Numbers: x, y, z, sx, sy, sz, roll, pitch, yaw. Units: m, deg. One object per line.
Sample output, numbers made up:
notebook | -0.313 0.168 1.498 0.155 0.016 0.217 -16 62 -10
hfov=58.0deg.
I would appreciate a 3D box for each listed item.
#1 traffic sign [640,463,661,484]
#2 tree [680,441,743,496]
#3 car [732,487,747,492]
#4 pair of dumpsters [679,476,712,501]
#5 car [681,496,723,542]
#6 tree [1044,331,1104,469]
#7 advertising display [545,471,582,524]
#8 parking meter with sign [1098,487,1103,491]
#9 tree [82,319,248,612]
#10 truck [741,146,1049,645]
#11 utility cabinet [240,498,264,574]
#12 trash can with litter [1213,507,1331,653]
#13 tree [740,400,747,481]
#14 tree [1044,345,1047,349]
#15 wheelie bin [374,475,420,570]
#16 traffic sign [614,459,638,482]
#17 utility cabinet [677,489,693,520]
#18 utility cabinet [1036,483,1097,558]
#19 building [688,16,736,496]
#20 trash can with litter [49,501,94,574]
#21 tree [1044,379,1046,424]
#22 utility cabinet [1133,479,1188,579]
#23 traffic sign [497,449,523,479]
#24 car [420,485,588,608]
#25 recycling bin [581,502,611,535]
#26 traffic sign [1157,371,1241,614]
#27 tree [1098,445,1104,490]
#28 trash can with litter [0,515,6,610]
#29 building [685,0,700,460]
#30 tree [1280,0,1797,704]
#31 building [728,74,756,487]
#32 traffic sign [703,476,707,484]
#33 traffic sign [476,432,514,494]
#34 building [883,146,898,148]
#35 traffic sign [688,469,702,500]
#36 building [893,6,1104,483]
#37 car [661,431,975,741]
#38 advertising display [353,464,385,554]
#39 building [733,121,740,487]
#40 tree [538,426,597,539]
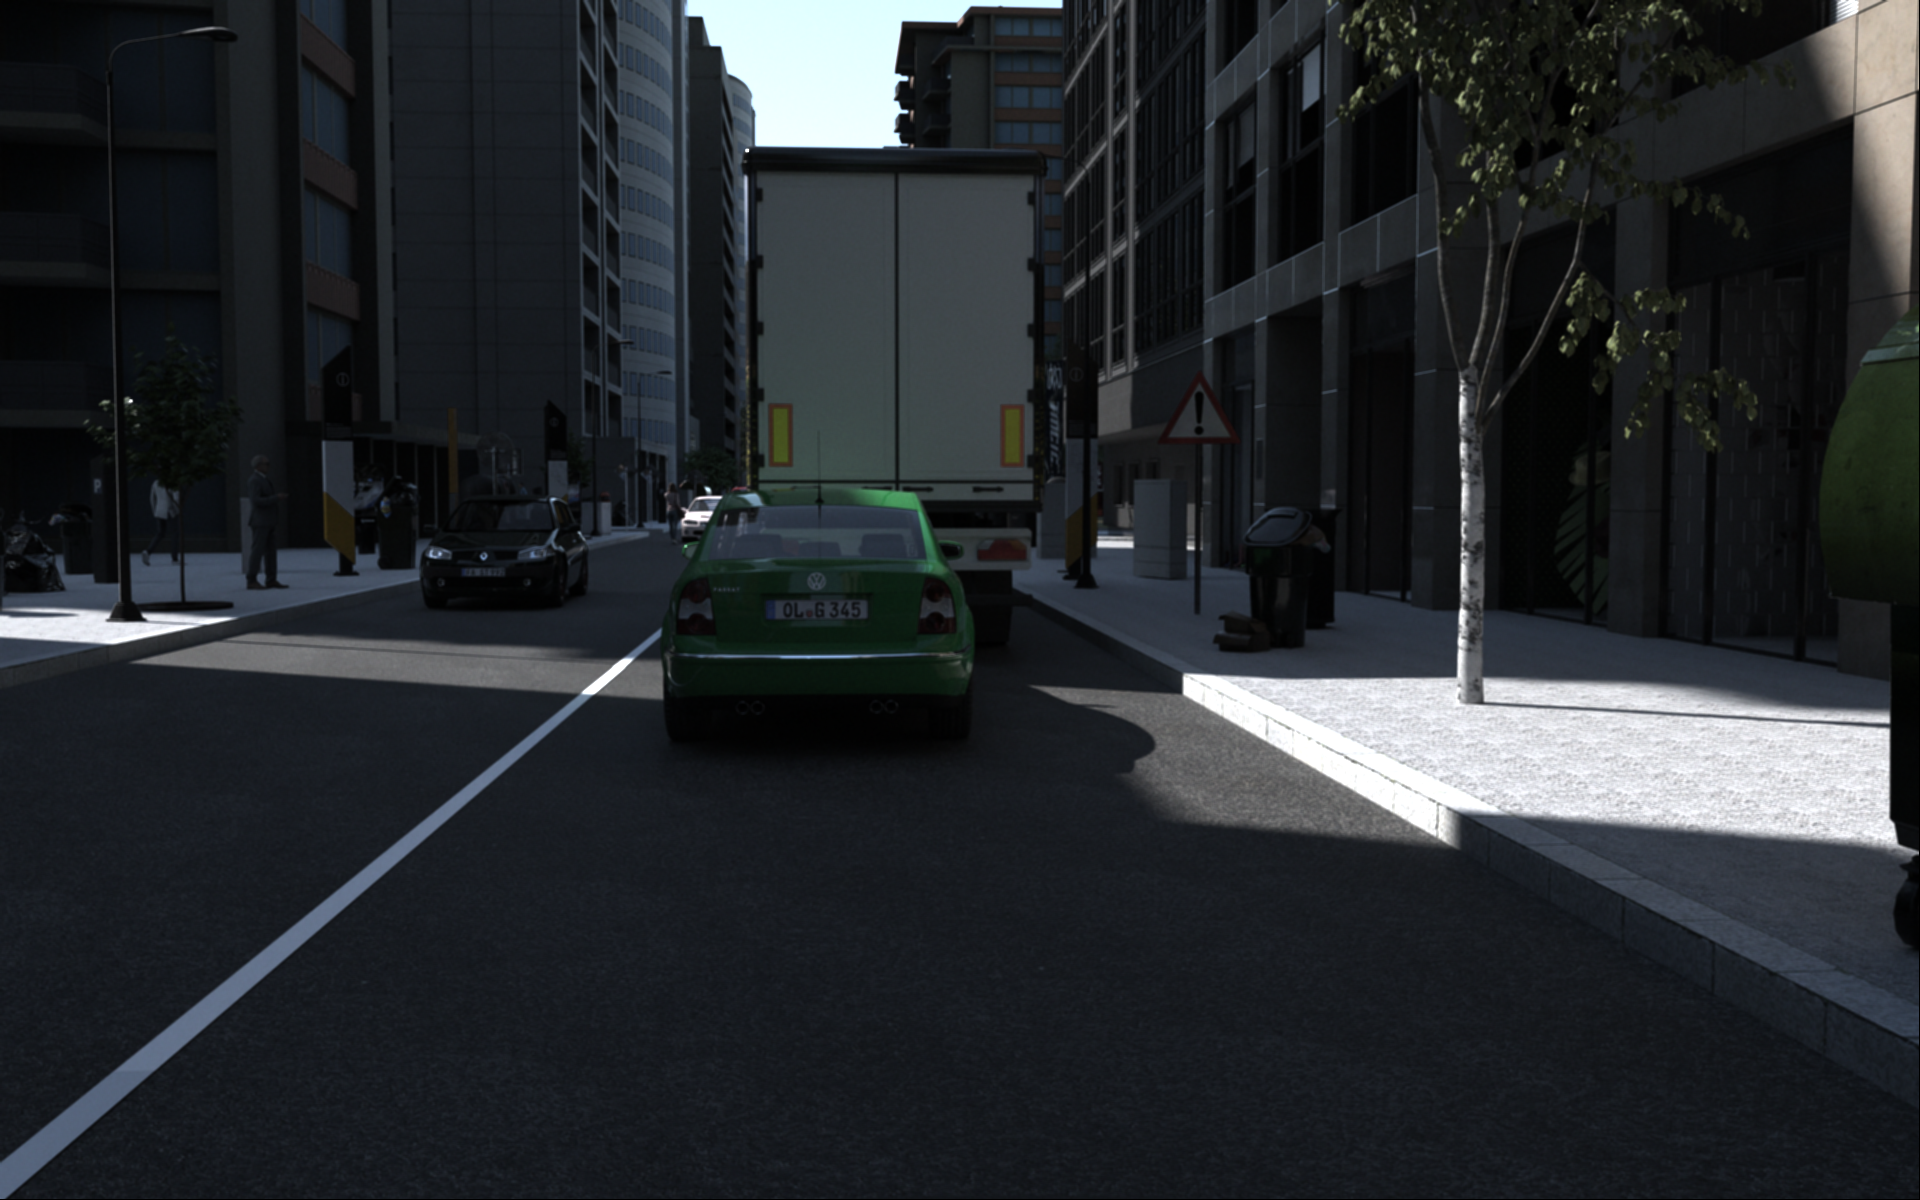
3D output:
traffic sign | -11.688 -3.867 65.417 0.795 2.593 0.064 0 4 -4
tree | -15.540 -7.511 106.515 4.285 4.588 4.351 0 3 0
car | -11.267 -5.060 91.403 2.281 1.827 5.304 0 4 -5
pair of dumpsters | -14.375 -5.591 93.907 1.574 2.255 4.437 0 4 -4
car | -7.504 -2.497 53.194 2.083 1.381 4.827 0 4 -5
tree | 7.638 -11.966 113.778 7.486 12.596 7.792 0 3 0
advertising display | -10.934 -2.603 47.770 0.974 1.923 0.123 0 4 -2
parking meter with sign | 10.052 -7.875 125.009 1.738 3.016 0.543 -3 4 -36
tree | -8.826 -1.508 19.261 1.663 3.219 1.824 0 3 0
truck | -0.962 -1.880 19.653 2.839 4.237 11.283 0 4 -5
utility cabinet | -11.532 -1.045 28.246 0.306 1.237 1.020 -1 4 -19
trash can with litter | 2.572 -0.182 14.355 0.624 1.170 1.055 3 4 38
tree | -24.325 -18.992 217.180 9.857 13.997 8.962 0 3 0
tree | 0.420 -6.119 50.415 4.737 8.622 4.395 0 3 0
wheelie bin | -9.635 -1.333 29.700 0.693 1.594 0.980 -1 4 -9
traffic sign | -11.080 -3.380 57.455 0.795 2.593 0.064 0 4 -4
utility cabinet | -13.232 -4.557 83.188 0.318 1.500 1.173 -3 5 -40
utility cabinet | 2.122 -1.579 34.502 1.173 1.500 0.318 -1 4 -16
building | -34.741 -34.034 180.162 21.300 48.544 21.600 0 4 -4
trash can with litter | -14.183 -1.017 28.018 0.624 1.170 1.055 0 4 -2
tree | 3.387 -9.285 102.167 4.360 8.622 3.978 0 3 0
utility cabinet | 3.055 -1.083 26.380 0.318 1.500 1.173 -1 4 -22
traffic sign | -10.212 -2.270 39.247 0.606 2.300 0.079 0 4 -1
car | -6.017 -0.816 23.132 2.009 1.686 4.222 0 4 -6
recycling bin | -11.431 -2.562 54.435 0.722 1.027 0.722 1 4 13
traffic sign | 2.532 -1.126 18.412 0.884 2.594 0.081 0 4 1
tree | 9.416 -9.250 101.605 4.360 8.622 3.978 0 3 0
trash can with litter | -10.903 -0.462 18.941 1.055 1.170 0.624 3 4 37
building | -34.198 -51.379 152.717 22.319 86.520 31.000 0 4 -4
tree | 3.180 -3.657 10.148 4.737 8.622 4.395 0 3 0
building | -39.104 -42.605 238.593 21.231 58.520 28.212 0 4 -4
traffic sign | -14.559 -5.850 97.771 0.606 2.300 0.079 0 4 4
traffic sign | -9.491 -2.157 35.370 0.768 2.556 0.104 0 4 1
building | -2.327 -31.994 206.693 14.154 41.232 14.086 0 4 -4
traffic sign | -13.619 -5.439 89.032 0.768 2.556 0.104 0 4 -2
building | 5.088 -31.005 161.561 22.147 44.769 28.867 0 4 -4
car | -0.908 -0.162 11.451 1.959 1.807 4.718 0 4 -4
advertising display | -12.692 -1.944 37.004 0.123 1.923 0.974 2 4 30
building | -32.691 -33.591 199.326 14.600 45.320 14.200 0 4 -4
tree | -11.128 -3.336 49.139 1.663 3.219 1.824 0 3 0
